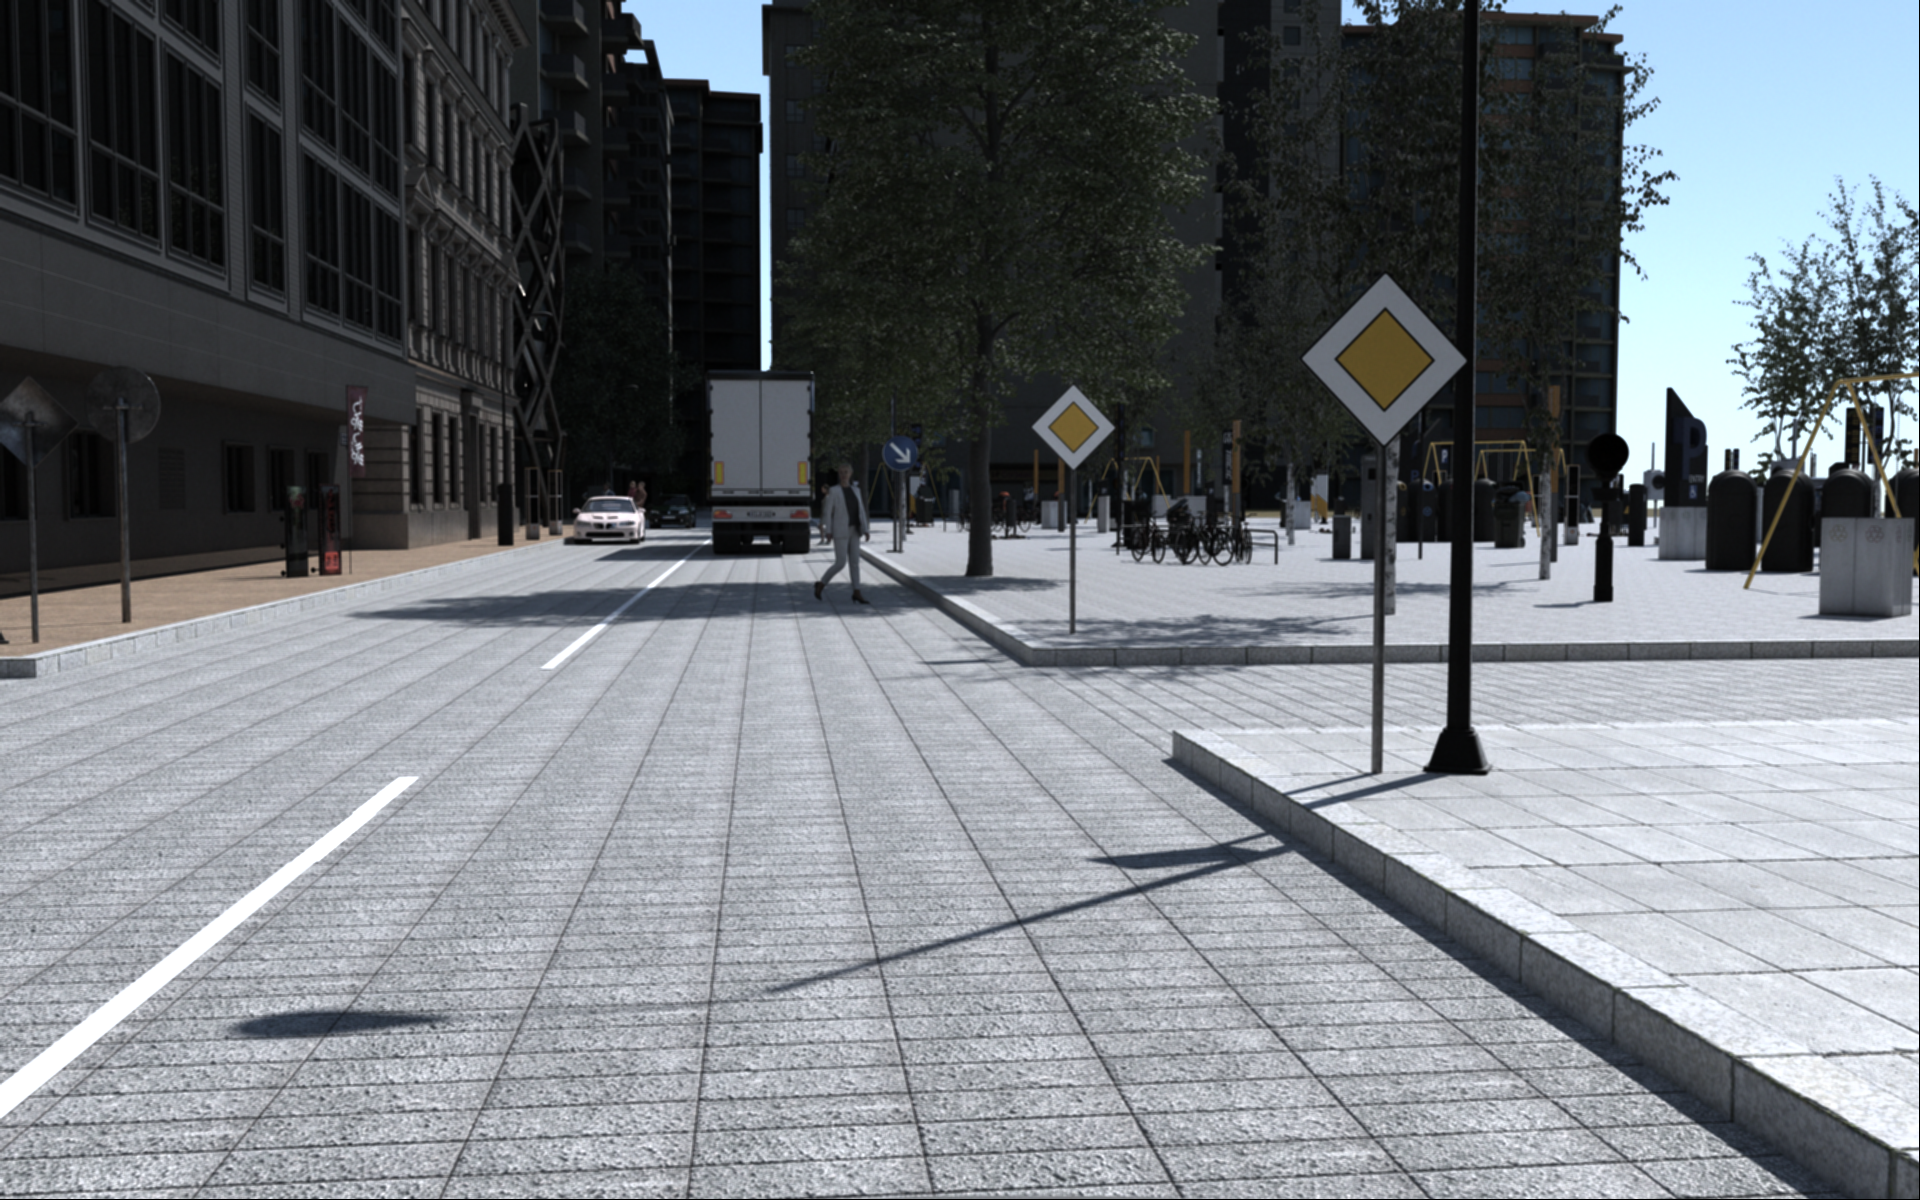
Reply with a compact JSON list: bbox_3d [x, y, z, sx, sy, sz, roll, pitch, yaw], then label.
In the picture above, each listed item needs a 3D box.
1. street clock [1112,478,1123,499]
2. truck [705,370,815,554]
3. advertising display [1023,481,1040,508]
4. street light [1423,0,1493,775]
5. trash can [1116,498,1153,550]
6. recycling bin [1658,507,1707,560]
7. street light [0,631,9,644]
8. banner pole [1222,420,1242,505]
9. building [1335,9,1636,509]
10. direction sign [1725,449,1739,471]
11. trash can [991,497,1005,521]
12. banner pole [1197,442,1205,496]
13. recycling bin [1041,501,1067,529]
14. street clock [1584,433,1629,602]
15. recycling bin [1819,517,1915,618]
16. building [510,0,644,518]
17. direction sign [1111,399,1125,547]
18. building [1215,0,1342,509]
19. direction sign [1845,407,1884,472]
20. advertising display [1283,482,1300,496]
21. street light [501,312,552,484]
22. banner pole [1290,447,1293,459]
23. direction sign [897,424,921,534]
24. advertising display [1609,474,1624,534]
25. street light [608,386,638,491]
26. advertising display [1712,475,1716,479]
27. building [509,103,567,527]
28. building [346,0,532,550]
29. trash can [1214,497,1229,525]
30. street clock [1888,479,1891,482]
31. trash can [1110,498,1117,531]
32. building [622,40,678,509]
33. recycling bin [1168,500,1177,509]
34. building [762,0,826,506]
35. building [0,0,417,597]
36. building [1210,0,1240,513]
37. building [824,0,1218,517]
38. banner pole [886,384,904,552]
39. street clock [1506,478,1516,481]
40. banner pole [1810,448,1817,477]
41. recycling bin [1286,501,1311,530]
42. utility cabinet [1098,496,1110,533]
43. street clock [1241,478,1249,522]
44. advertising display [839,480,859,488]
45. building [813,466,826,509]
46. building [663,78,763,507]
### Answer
[{"bbox_3d":[7.053,-4.465,77.568,0.471,2.002,0.358,0,4,8],"label":"street clock"},{"bbox_3d":[-5.163,-3.429,44.974,2.839,4.237,11.283,0,4,-6],"label":"truck"},{"bbox_3d":[3.530,-4.925,85.734,0.974,1.923,0.123,3,5,42],"label":"advertising display"},{"bbox_3d":[1.783,-2.159,7.838,1.470,5.913,1.316,0,4,-6],"label":"street light"},{"bbox_3d":[4.102,-1.748,40.235,0.748,1.137,0.748,0,3,0],"label":"trash can"},{"bbox_3d":[14.218,-1.310,33.972,0.722,1.027,0.722,0,4,-7],"label":"recycling bin"},{"bbox_3d":[-7.809,-2.578,14.694,1.470,5.913,1.316,0,4,-6],"label":"street light"},{"bbox_3d":[9.271,-4.205,58.774,0.863,3.779,0.401,2,4,28],"label":"banner pole"},{"bbox_3d":[46.233,-30.908,159.973,28.867,44.769,22.147,0,4,-6],"label":"building"},{"bbox_3d":[38.614,-5.793,86.710,0.379,3.537,0.876,-1,4,-22],"label":"direction sign"},{"bbox_3d":[1.672,-4.083,78.414,0.748,1.137,0.748,0,3,0],"label":"trash can"},{"bbox_3d":[11.596,-5.715,83.455,0.401,3.779,0.863,3,4,37],"label":"banner pole"},{"bbox_3d":[3.446,-3.111,63.424,0.722,1.027,0.722,-2,4,-24],"label":"recycling bin"},{"bbox_3d":[7.704,-0.986,20.687,0.471,2.002,0.358,1,4,10],"label":"street clock"},{"bbox_3d":[9.640,-0.359,18.417,0.722,1.027,0.722,-3,5,-45],"label":"recycling bin"},{"bbox_3d":[-30.320,-27.374,102.193,22.147,44.769,28.867,0,4,-6],"label":"building"},{"bbox_3d":[3.833,-3.042,41.732,0.379,3.537,0.876,-1,4,-9],"label":"direction sign"},{"bbox_3d":[21.441,-44.009,157.798,20.611,71.187,20.563,0,4,-6],"label":"building"},{"bbox_3d":[23.582,-3.256,45.231,0.876,3.537,0.379,2,4,27],"label":"direction sign"},{"bbox_3d":[17.557,-5.299,91.849,0.123,1.923,0.974,-3,5,-45],"label":"advertising display"},{"bbox_3d":[-11.105,-4.388,44.284,1.470,5.913,1.316,0,4,-6],"label":"street light"},{"bbox_3d":[16.010,-5.728,83.663,0.401,3.779,0.863,0,4,0],"label":"banner pole"},{"bbox_3d":[-1.673,-3.898,55.729,0.876,3.537,0.379,-1,4,-16],"label":"direction sign"},{"bbox_3d":[21.031,-3.078,55.532,0.123,1.923,0.974,0,4,2],"label":"advertising display"},{"bbox_3d":[-14.485,-6.219,74.221,1.470,5.913,1.316,0,4,-6],"label":"street light"},{"bbox_3d":[26.405,-3.329,59.639,0.974,1.923,0.123,0,4,5],"label":"advertising display"},{"bbox_3d":[-23.966,-12.178,66.557,16.820,18.784,16.811,0,4,-6],"label":"building"},{"bbox_3d":[-18.412,-11.208,47.871,10.561,19.102,19.286,0,4,-6],"label":"building"},{"bbox_3d":[10.989,-3.747,72.925,0.748,1.137,0.748,0,3,0],"label":"trash can"},{"bbox_3d":[43.567,-4.672,80.963,0.471,2.002,0.358,-3,5,-43],"label":"street clock"},{"bbox_3d":[5.327,-2.938,59.693,0.748,1.137,0.748,0,3,0],"label":"trash can"},{"bbox_3d":[-36.470,-27.814,146.643,23.993,40.220,32.217,0,4,-6],"label":"building"},{"bbox_3d":[9.962,-4.055,78.852,0.722,1.027,0.722,3,5,41],"label":"recycling bin"},{"bbox_3d":[-7.603,-36.698,189.248,27.495,52.752,28.713,0,4,-6],"label":"building"},{"bbox_3d":[-17.857,-14.215,25.924,14.314,27.812,24.014,0,4,-6],"label":"building"},{"bbox_3d":[3.941,-33.097,130.380,28.713,52.752,27.495,0,4,-6],"label":"building"},{"bbox_3d":[2.778,-29.443,105.089,21.300,48.544,21.600,0,4,-6],"label":"building"},{"bbox_3d":[-1.472,-2.963,38.455,0.401,3.779,0.863,-1,4,-9],"label":"banner pole"},{"bbox_3d":[25.222,-4.571,79.301,0.471,2.002,0.358,-2,4,-32],"label":"street clock"},{"bbox_3d":[46.462,-6.383,94.385,0.863,3.779,0.401,-3,5,-40],"label":"banner pole"},{"bbox_3d":[12.288,-3.078,62.880,0.722,1.027,0.722,-1,4,-10],"label":"recycling bin"},{"bbox_3d":[4.751,-2.822,57.299,0.306,1.237,1.020,1,4,11],"label":"utility cabinet"},{"bbox_3d":[13.106,-4.623,80.157,0.471,2.002,0.358,1,4,18],"label":"street clock"},{"bbox_3d":[-5.128,-4.603,80.467,0.974,1.923,0.123,1,4,13],"label":"advertising display"},{"bbox_3d":[-2.712,-43.778,154.019,20.563,71.187,20.611,0,4,-6],"label":"building"},{"bbox_3d":[-35.206,-32.301,182.743,28.867,44.769,22.147,0,4,-6],"label":"building"}]
